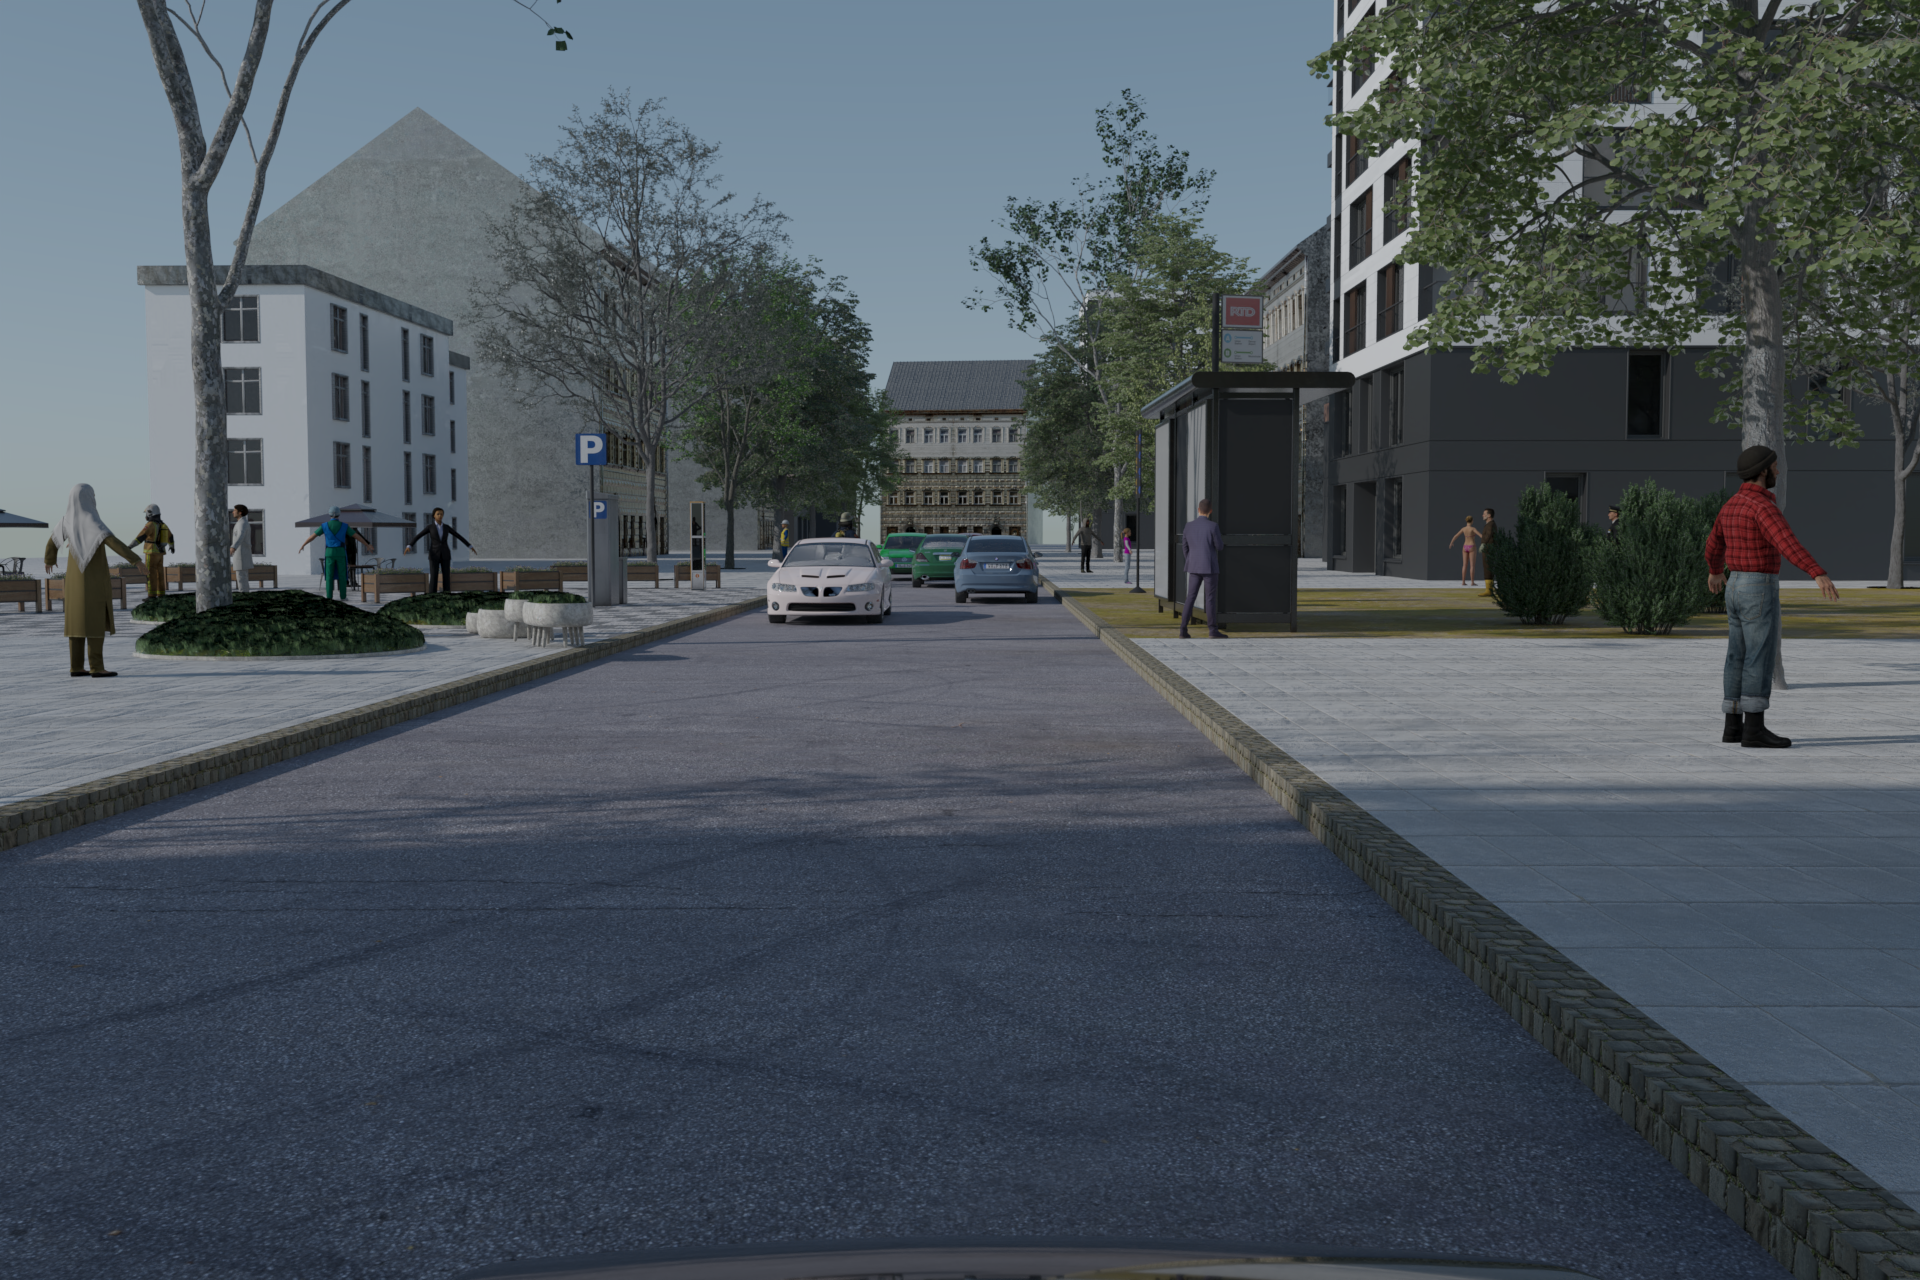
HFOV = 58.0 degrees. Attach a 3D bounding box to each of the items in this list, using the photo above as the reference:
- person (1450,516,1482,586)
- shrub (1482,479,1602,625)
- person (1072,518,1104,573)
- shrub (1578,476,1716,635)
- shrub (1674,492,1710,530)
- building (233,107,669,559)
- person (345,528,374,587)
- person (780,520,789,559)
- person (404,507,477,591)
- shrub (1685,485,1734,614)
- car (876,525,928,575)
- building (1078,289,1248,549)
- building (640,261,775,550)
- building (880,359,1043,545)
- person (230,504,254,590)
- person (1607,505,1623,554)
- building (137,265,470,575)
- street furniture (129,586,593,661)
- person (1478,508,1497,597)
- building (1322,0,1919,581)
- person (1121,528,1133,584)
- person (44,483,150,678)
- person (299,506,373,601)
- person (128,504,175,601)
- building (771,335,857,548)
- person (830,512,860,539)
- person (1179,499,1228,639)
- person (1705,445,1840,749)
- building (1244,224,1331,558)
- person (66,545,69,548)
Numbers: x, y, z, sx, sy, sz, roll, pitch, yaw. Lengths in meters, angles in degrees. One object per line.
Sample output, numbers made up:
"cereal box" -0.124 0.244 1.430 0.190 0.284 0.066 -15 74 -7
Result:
"person" 12.734 -2.224 43.160 0.721 1.733 1.217 -3 5 -44
"shrub" 8.292 -1.260 24.649 1.661 2.075 1.752 0 3 0
"person" 4.189 -3.130 57.299 1.348 1.813 0.705 -2 4 -35
"shrub" 8.809 -1.088 22.200 1.690 2.028 1.600 0 3 0
"shrub" 12.833 -1.599 30.560 1.690 2.028 1.600 0 3 0
"building" -27.663 -16.377 98.693 19.493 23.208 18.063 0 4 1
"person" -14.700 -2.177 41.780 0.705 1.806 1.347 2 4 24
"person" -6.166 -3.292 60.282 0.721 1.772 1.216 -1 4 -9
"person" -8.897 -1.403 29.665 1.216 1.740 0.721 -2 4 -28
"shrub" 12.290 -1.473 28.119 1.661 2.075 1.752 0 3 0
"car" -1.649 -2.807 54.692 1.959 1.807 4.718 0 4 1
"building" 24.844 -19.379 160.821 27.936 21.610 32.646 0 4 1
"building" -25.171 -19.232 145.379 19.493 23.208 18.063 0 3 0
"building" 0.539 -23.523 217.987 18.063 23.208 19.493 1 4 8
"person" -12.684 -1.488 30.517 0.705 1.806 1.347 -1 4 -16
"person" 12.718 -1.699 33.722 0.705 1.837 1.347 1 4 20
"building" -24.440 -7.716 68.299 9.099 9.664 28.070 0 4 2
"street furniture" -7.933 -0.423 22.540 5.734 0.657 10.072 -1 4 -22
"person" 10.818 -1.798 35.543 0.704 1.812 1.346 1 4 21
"building" 26.995 -13.395 62.977 27.936 21.610 32.646 0 4 1
"person" 4.380 -2.165 44.665 0.599 1.433 0.991 0 4 3
"person" -7.790 -0.539 15.587 1.217 1.736 0.721 1 4 22
"person" -12.005 -1.662 33.304 1.347 1.817 0.704 -1 4 -17
"person" -15.333 -1.660 32.915 0.705 1.858 1.354 1 4 13
"building" -25.671 -20.344 176.593 27.936 21.610 32.646 0 4 1
"person" -2.203 -1.569 33.889 1.354 1.856 0.705 2 4 35
"person" 2.983 -0.871 21.212 0.530 1.710 0.541 -3 5 -42
"person" 4.840 -0.269 10.499 0.704 1.816 1.345 0 4 -4
"building" 27.443 -16.437 99.680 19.493 23.208 18.063 0 4 1
"person" -23.905 -2.542 47.700 0.704 1.843 1.345 2 4 33
